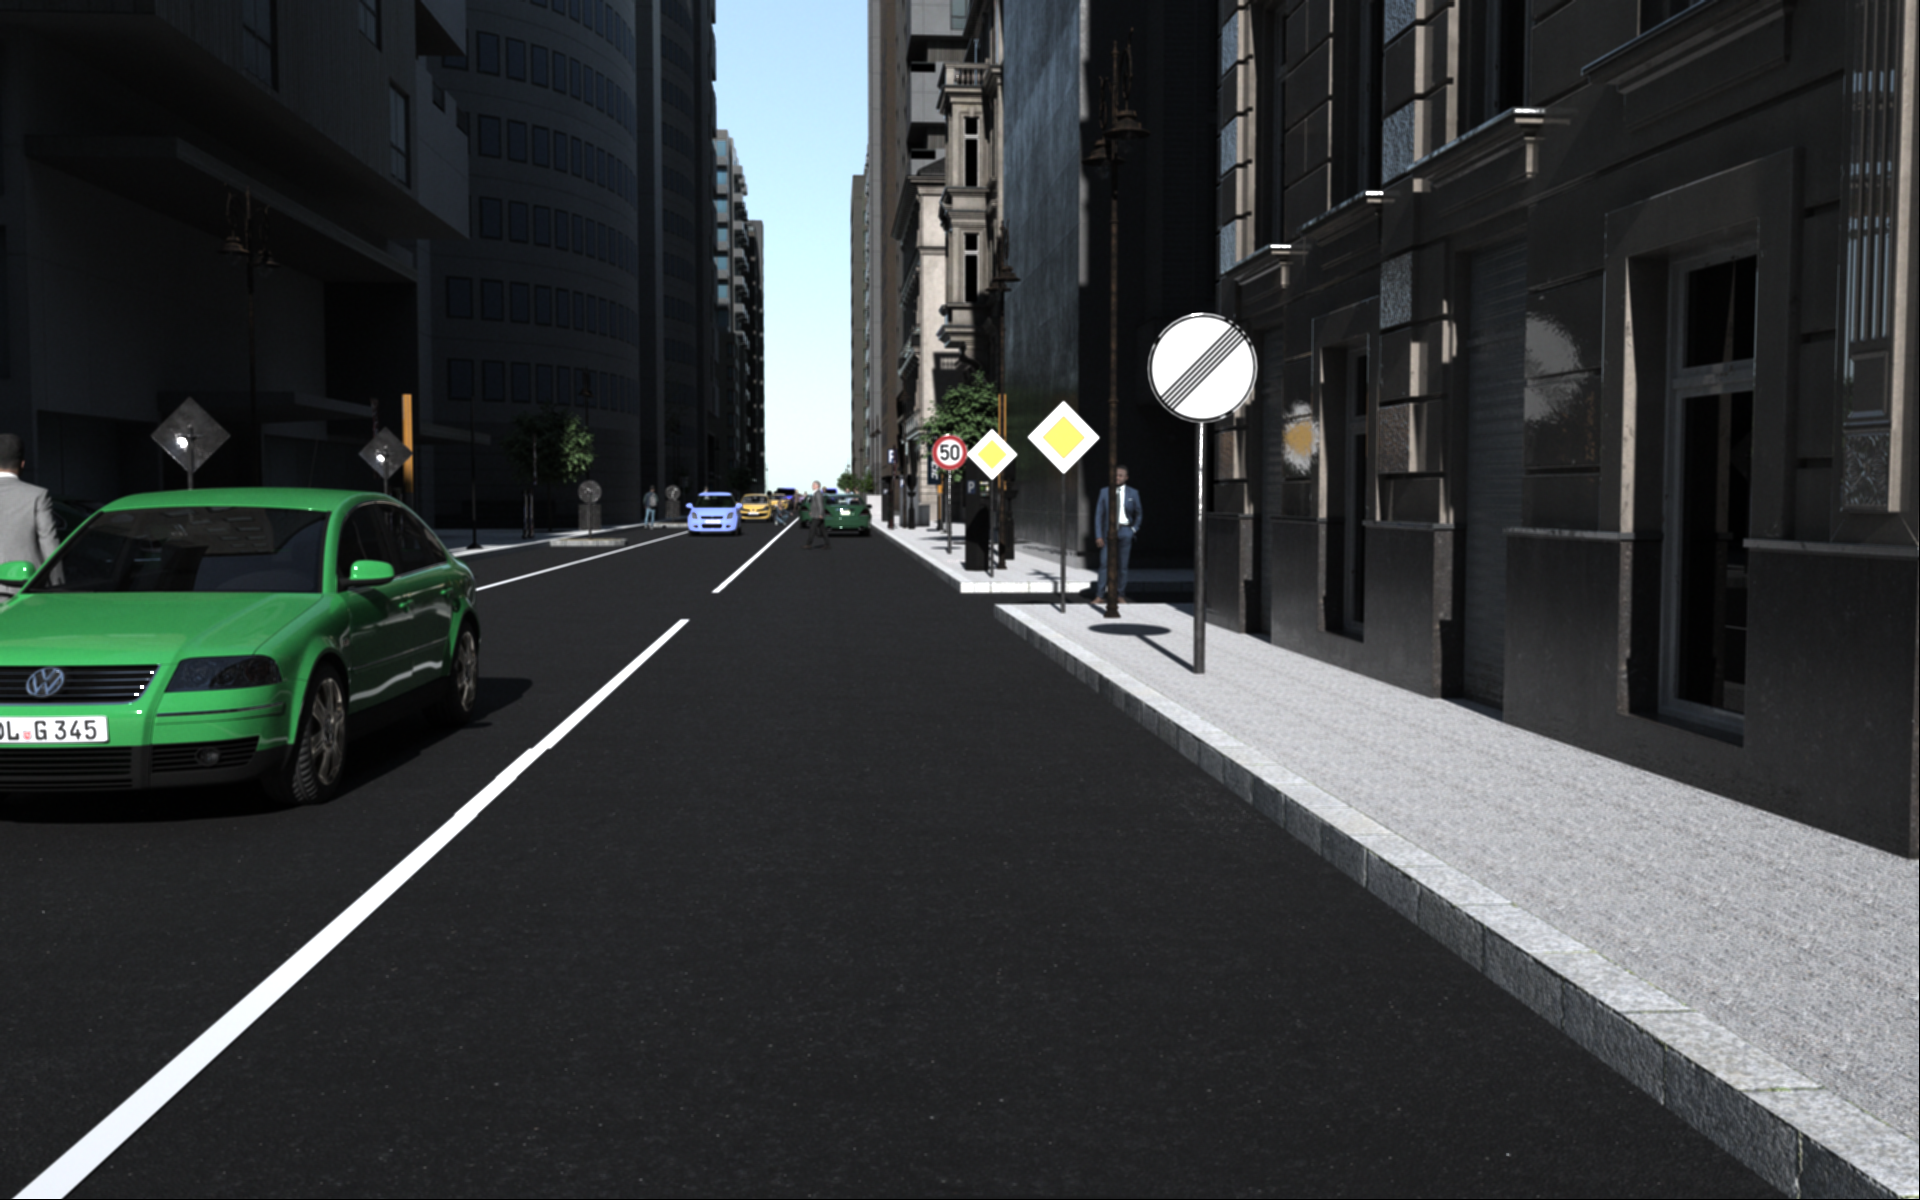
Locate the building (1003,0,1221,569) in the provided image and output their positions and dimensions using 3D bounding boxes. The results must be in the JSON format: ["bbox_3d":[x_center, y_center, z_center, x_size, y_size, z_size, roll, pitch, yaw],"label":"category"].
[{"bbox_3d":[16.438,-13.226,35.317,30.058,24.678,14.314,0,4,-4],"label":"building"}]

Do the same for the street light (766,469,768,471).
[{"bbox_3d":[-28.639,-17.383,256.993,0.468,5.910,1.993,0,4,-4],"label":"street light"}]

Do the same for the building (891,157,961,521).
[{"bbox_3d":[1.997,-13.902,91.925,10.561,19.102,19.286,0,4,-4],"label":"building"}]

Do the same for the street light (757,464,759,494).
[{"bbox_3d":[-25.718,-15.162,220.684,0.468,5.910,1.993,0,4,-4],"label":"street light"}]

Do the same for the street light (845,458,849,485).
[{"bbox_3d":[-14.391,-15.356,223.852,0.468,5.910,1.993,0,4,-4],"label":"street light"}]

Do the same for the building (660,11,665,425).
[{"bbox_3d":[-26.029,-27.941,106.944,14.600,45.320,14.200,0,4,-4],"label":"building"}]

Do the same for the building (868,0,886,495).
[{"bbox_3d":[1.911,-37.941,162.341,21.231,58.520,28.212,0,4,-4],"label":"building"}]

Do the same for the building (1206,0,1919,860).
[{"bbox_3d":[9.015,-12.695,4.830,12.463,27.353,25.104,0,4,-4],"label":"building"}]

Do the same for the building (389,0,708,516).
[{"bbox_3d":[-30.288,-35.807,127.441,21.231,58.520,28.212,0,4,-4],"label":"building"}]

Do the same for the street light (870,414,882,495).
[{"bbox_3d":[-4.793,-7.819,100.633,0.468,5.910,1.993,0,4,-4],"label":"street light"}]

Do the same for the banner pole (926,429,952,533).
[{"bbox_3d":[-0.677,-4.077,56.674,0.863,3.779,0.401,1,4,9],"label":"banner pole"}]

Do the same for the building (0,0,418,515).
[{"bbox_3d":[-26.738,-27.411,37.410,28.713,52.752,27.495,0,4,-4],"label":"building"}]

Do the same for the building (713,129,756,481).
[{"bbox_3d":[-39.306,-37.213,228.045,23.786,49.044,30.456,0,4,-4],"label":"building"}]

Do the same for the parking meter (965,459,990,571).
[{"bbox_3d":[0.294,-1.422,28.961,0.255,1.863,0.399,-3,4,-39],"label":"parking meter"}]

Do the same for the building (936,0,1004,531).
[{"bbox_3d":[6.430,-15.036,64.925,14.460,24.649,34.723,0,4,-4],"label":"building"}]

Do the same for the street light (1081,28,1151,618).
[{"bbox_3d":[1.581,-2.755,17.830,0.468,5.910,1.993,0,4,-4],"label":"street light"}]

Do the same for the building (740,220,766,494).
[{"bbox_3d":[-35.628,-34.696,250.865,14.154,41.232,14.086,0,4,-4],"label":"building"}]

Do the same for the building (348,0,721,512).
[{"bbox_3d":[-35.932,-34.633,155.491,28.713,52.752,27.495,0,4,-4],"label":"building"}]

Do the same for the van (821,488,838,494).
[{"bbox_3d":[-14.273,-11.248,188.285,2.240,2.365,5.245,0,4,-6],"label":"van"}]

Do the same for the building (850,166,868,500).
[{"bbox_3d":[-4.914,-38.313,250.120,21.300,48.544,21.600,0,4,-4],"label":"building"}]

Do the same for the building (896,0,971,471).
[{"bbox_3d":[9.451,-32.501,120.635,28.713,52.752,27.495,0,4,-4],"label":"building"}]

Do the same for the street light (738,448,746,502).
[{"bbox_3d":[-22.024,-12.306,173.991,0.468,5.910,1.993,0,4,-4],"label":"street light"}]

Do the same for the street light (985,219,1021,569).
[{"bbox_3d":[0.717,-3.464,29.421,0.468,5.910,1.993,0,4,-4],"label":"street light"}]

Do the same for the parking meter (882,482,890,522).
[{"bbox_3d":[-3.458,-4.607,81.033,0.399,1.863,0.255,0,4,0],"label":"parking meter"}]

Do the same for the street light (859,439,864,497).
[{"bbox_3d":[-8.086,-10.346,141.947,0.468,5.910,1.993,0,4,-4],"label":"street light"}]

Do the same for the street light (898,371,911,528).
[{"bbox_3d":[-2.080,-5.646,65.093,0.468,5.910,1.993,0,4,-4],"label":"street light"}]

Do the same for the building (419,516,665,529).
[{"bbox_3d":[-24.650,-32.495,73.290,21.231,58.520,28.212,0,4,-4],"label":"building"}]

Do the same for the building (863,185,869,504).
[{"bbox_3d":[-5.978,-33.546,232.069,14.154,41.232,14.086,0,4,-4],"label":"building"}]

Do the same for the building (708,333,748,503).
[{"bbox_3d":[-38.970,-21.661,199.200,27.650,21.520,28.899,0,4,-4],"label":"building"}]

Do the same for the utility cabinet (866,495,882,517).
[{"bbox_3d":[-4.638,-5.153,95.405,1.020,1.237,0.306,0,4,-3],"label":"utility cabinet"}]

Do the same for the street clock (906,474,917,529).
[{"bbox_3d":[-1.774,-3.601,63.451,0.358,2.002,0.471,-2,4,-24],"label":"street clock"}]

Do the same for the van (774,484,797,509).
[{"bbox_3d":[-16.321,-9.704,163.041,2.240,2.365,5.245,0,4,-3],"label":"van"}]

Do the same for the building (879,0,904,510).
[{"bbox_3d":[0.662,-30.049,141.417,14.600,45.320,14.200,0,4,-4],"label":"building"}]

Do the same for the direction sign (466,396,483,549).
[{"bbox_3d":[-11.383,-2.968,40.517,0.379,3.537,0.876,-1,4,-18],"label":"direction sign"}]

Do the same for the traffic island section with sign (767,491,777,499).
[{"bbox_3d":[-24.816,-13.806,234.350,1.989,1.847,2.006,0,4,-4],"label":"traffic island section with sign"}]

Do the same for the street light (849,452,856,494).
[{"bbox_3d":[-11.569,-13.183,188.321,0.468,5.910,1.993,0,4,-4],"label":"street light"}]

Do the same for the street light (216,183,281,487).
[{"bbox_3d":[-10.684,-3.265,26.170,0.468,5.910,1.993,0,4,-4],"label":"street light"}]

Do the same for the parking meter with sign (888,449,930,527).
[{"bbox_3d":[-1.971,-4.381,67.882,1.738,3.016,0.543,-3,5,-40],"label":"parking meter with sign"}]

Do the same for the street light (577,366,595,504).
[{"bbox_3d":[-13.437,-5.484,62.449,0.468,5.910,1.993,0,4,-4],"label":"street light"}]

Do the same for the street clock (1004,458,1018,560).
[{"bbox_3d":[0.963,-1.790,33.841,0.358,2.002,0.471,0,4,6],"label":"street clock"}]

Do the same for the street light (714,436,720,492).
[{"bbox_3d":[-19.364,-10.132,138.447,0.468,5.910,1.993,0,4,-4],"label":"street light"}]

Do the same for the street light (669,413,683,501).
[{"bbox_3d":[-16.286,-7.699,98.669,0.468,5.910,1.993,0,4,-4],"label":"street light"}]

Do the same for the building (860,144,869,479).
[{"bbox_3d":[-0.126,-36.109,209.988,23.786,49.044,30.456,0,4,-4],"label":"building"}]

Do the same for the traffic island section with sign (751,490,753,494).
[{"bbox_3d":[-18.466,-8.806,152.602,1.989,1.847,2.006,0,4,-4],"label":"traffic island section with sign"}]
